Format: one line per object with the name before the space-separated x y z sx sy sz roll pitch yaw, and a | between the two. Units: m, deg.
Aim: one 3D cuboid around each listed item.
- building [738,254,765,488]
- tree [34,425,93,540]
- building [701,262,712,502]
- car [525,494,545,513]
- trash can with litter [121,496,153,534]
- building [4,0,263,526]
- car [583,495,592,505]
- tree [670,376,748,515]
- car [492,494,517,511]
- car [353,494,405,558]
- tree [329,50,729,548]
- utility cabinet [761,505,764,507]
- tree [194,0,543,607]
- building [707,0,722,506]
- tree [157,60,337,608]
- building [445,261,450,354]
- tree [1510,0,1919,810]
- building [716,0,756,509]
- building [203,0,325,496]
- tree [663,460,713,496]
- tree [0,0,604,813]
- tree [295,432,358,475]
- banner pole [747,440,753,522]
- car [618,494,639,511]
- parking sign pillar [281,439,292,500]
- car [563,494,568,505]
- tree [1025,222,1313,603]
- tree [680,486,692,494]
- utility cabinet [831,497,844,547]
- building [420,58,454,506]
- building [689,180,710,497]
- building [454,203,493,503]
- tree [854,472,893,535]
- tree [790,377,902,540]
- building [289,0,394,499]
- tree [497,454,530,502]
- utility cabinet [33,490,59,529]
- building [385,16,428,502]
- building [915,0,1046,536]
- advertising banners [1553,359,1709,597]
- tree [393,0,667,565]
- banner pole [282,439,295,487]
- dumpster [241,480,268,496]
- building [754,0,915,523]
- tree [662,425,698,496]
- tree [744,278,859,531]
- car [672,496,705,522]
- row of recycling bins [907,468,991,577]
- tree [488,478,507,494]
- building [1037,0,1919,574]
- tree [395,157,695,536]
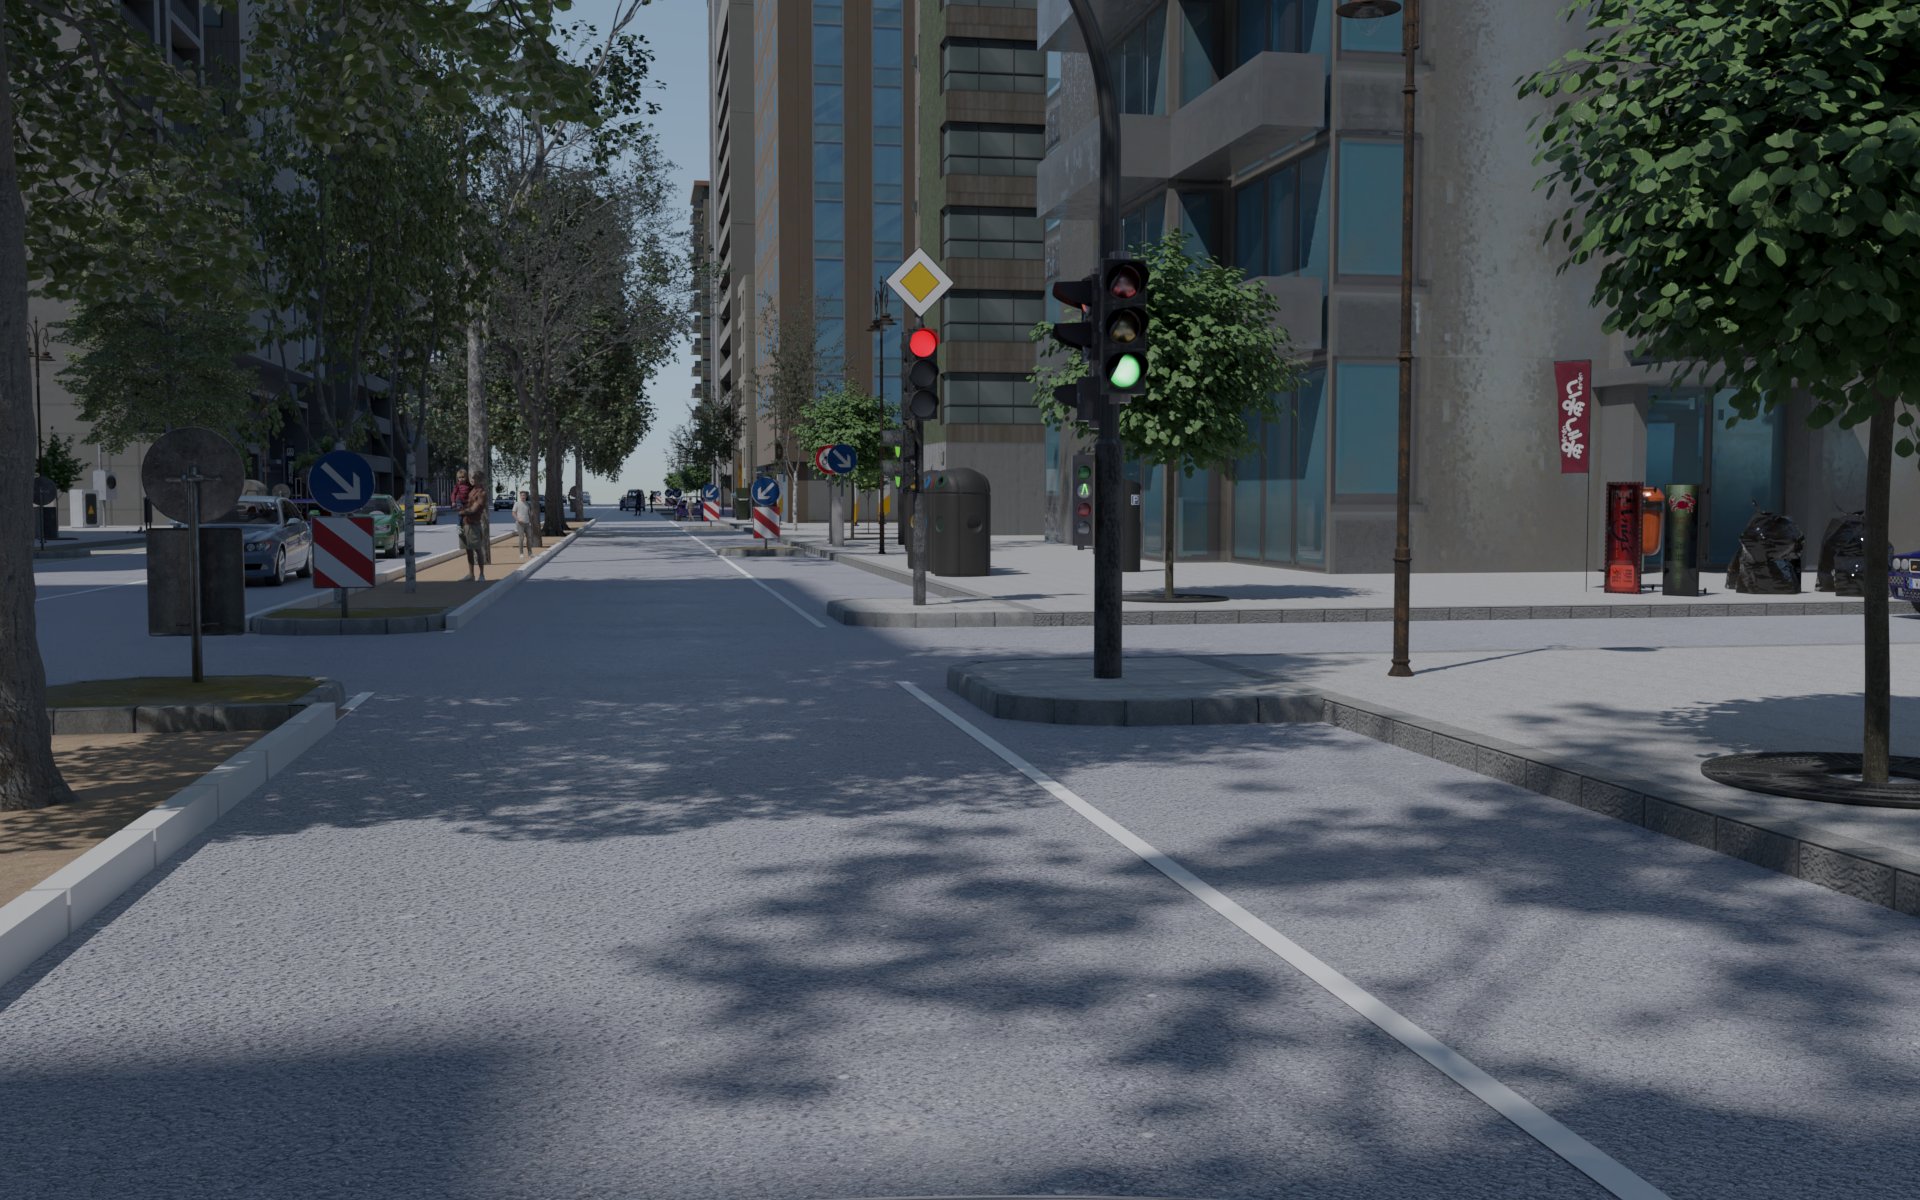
building | -2.301 -17.657 133.730 27.650 21.520 28.899 -1 4 -11
tree | -25.402 -3.302 48.587 1.663 3.219 1.824 0 3 0
building | -25.470 -27.271 217.582 14.160 30.474 14.107 -1 4 -11
car | -29.879 -6.864 122.010 2.009 1.686 4.222 -1 4 -13
trash can with litter | -26.771 -2.789 56.657 1.678 1.210 2.233 -1 4 -12
building | -43.314 -39.030 76.391 20.563 71.187 20.611 -1 4 -11
car | -49.518 -13.184 227.927 2.083 1.381 4.827 -1 4 -10
tree | -14.859 -9.563 106.716 4.737 8.622 4.395 0 3 0
car | -38.057 -8.265 144.918 2.009 1.686 4.222 -1 4 -12
car | -13.781 -1.721 39.942 2.131 1.459 4.920 -1 4 -12
tree | -11.351 -8.135 45.842 12.009 13.543 11.850 0 3 0
utility cabinet | -10.420 -5.081 94.242 0.306 1.237 1.020 3 5 44
tree | -7.993 -4.409 24.903 4.737 8.622 4.395 0 3 0
building | -17.803 -40.042 196.680 21.231 58.520 28.212 -1 4 -11
tree | -7.101 -4.084 19.585 4.737 8.622 4.395 0 3 0
building | -75.812 -31.886 213.221 32.217 40.220 23.993 -1 4 -11
tree | 4.162 -1.460 7.587 4.285 4.588 4.351 0 3 0
building | -10.667 -32.616 156.973 21.300 48.544 21.600 -1 4 -11
building | -53.199 -31.275 100.586 28.713 52.752 27.495 -1 4 -11
tree | -24.210 -10.743 159.355 4.285 4.588 4.351 0 3 0
tree | -4.179 -5.295 7.158 7.486 12.596 7.792 0 3 0
tree | -32.131 -6.413 88.572 4.285 4.588 4.351 0 3 0
banner pole | -9.675 -5.536 80.528 0.401 3.779 0.863 0 4 -1
car | -28.908 -8.539 151.621 2.014 1.417 4.499 -1 4 -10
parking sign pillar | -32.957 -5.896 84.875 1.447 3.967 1.447 -1 4 -18
car | -54.553 -13.875 236.638 2.009 1.686 4.222 -1 4 -12
tree | 2.614 -2.273 20.877 4.285 4.588 4.351 0 3 0
tree | -31.567 -12.590 200.454 1.663 3.219 1.824 0 3 0
utility cabinet | -3.010 -1.925 42.636 0.306 1.237 1.020 0 4 -3
building | -66.787 -34.703 187.002 23.786 49.044 30.456 -1 4 -11
building | -25.831 -35.736 238.906 22.147 44.769 28.867 -1 4 -11
building | -71.206 -33.666 234.038 14.154 41.232 14.086 -1 4 -11
tree | -2.868 -3.692 54.964 1.663 3.219 1.824 0 3 0
tree | -3.100 -3.966 48.556 4.285 4.588 4.351 0 3 0
building | -54.016 -30.691 125.497 21.300 48.544 21.600 -1 4 -11
tree | -61.423 -17.768 240.874 4.360 8.622 3.978 0 3 0
utility cabinet | -33.566 -3.334 63.194 1.173 1.500 0.318 0 4 2
building | -52.583 -30.210 144.052 14.600 45.320 14.200 -1 4 -11
building | 5.191 -17.653 60.330 14.160 30.474 14.107 -1 4 -11
advertising banners | 8.542 -1.589 22.172 0.090 3.025 2.074 -3 5 -43
tree | -8.298 -10.719 33.609 12.611 20.169 13.585 0 3 0
banner pole | -30.299 -5.387 78.099 0.863 3.779 0.401 1 4 20
dumpster | -28.863 -3.941 70.198 1.264 1.857 1.865 -1 4 -11
building | -2.366 -26.442 82.438 14.600 45.320 14.200 -1 4 -11
tree | -28.907 -14.091 180.752 4.360 8.622 3.978 0 3 0
tree | -5.634 -6.714 60.130 4.360 8.622 3.978 0 3 0
car | -14.243 -4.842 91.740 1.945 1.354 3.894 -1 4 -12
row of recycling bins | -0.170 -1.302 28.406 1.069 1.692 3.534 -1 4 -10
tree | -55.666 -13.127 209.219 1.663 3.219 1.824 0 3 0
building | 16.640 -25.583 37.896 30.456 49.044 23.786 -1 4 -11
tree | -13.813 -8.489 58.264 9.611 12.733 9.660 0 3 0
